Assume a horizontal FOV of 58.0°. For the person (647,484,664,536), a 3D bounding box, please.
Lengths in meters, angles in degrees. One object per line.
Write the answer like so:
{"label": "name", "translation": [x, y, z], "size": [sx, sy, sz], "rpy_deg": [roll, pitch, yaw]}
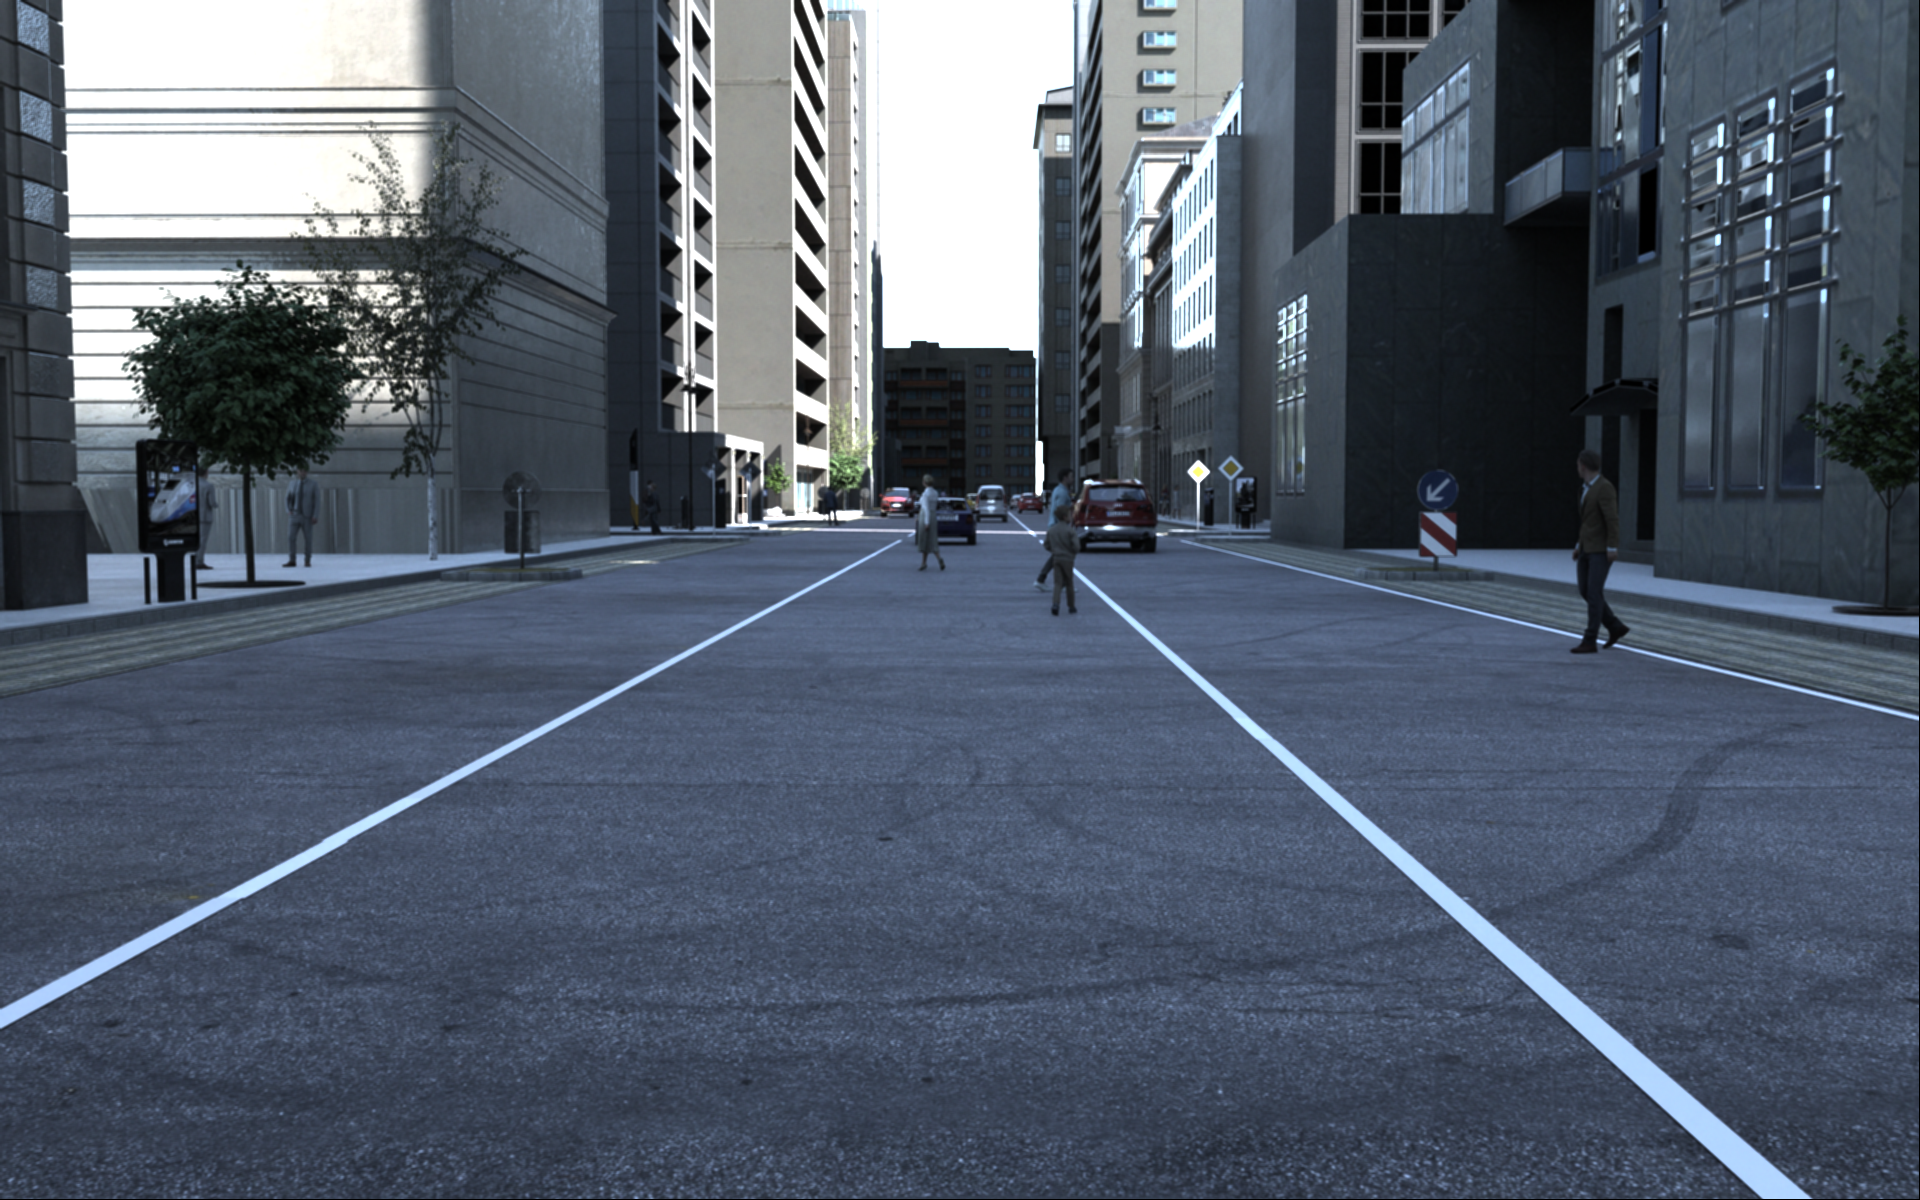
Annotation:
{"label": "person", "translation": [-10.058, -2.950, 57.152], "size": [0.534, 1.772, 0.576], "rpy_deg": [-1, 4, -11]}

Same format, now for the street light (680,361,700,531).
{"label": "street light", "translation": [-9.361, -5.343, 60.147], "size": [0.468, 5.910, 1.993], "rpy_deg": [0, 4, 1]}

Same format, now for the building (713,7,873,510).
{"label": "building", "translation": [-14.699, -28.039, 142.029], "size": [14.154, 41.232, 14.086], "rpy_deg": [0, 4, 1]}

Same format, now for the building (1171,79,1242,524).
{"label": "building", "translation": [16.165, -13.895, 81.933], "size": [10.420, 20.320, 16.860], "rpy_deg": [0, 4, 1]}

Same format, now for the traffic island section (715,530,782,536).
{"label": "traffic island section", "translation": [-7.293, -2.307, 60.005], "size": [2.009, 0.180, 2.903], "rpy_deg": [0, 4, 1]}

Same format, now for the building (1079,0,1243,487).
{"label": "building", "translation": [23.107, -33.478, 171.064], "size": [21.300, 48.544, 21.600], "rpy_deg": [0, 4, 1]}

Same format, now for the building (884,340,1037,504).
{"label": "building", "translation": [-4.542, -23.704, 232.607], "size": [28.899, 21.520, 27.650], "rpy_deg": [0, 4, 1]}

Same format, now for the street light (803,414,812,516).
{"label": "street light", "translation": [-8.748, -7.756, 99.602], "size": [0.468, 5.910, 1.993], "rpy_deg": [0, 4, 1]}

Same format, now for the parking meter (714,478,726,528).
{"label": "parking meter", "translation": [-8.980, -3.613, 64.788], "size": [0.399, 1.863, 0.255], "rpy_deg": [-2, 4, -33]}

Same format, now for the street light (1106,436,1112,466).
{"label": "street light", "translation": [11.530, -9.861, 134.015], "size": [0.468, 5.910, 1.993], "rpy_deg": [0, 4, 1]}

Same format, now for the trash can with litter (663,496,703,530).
{"label": "trash can with litter", "translation": [-10.262, -3.203, 63.427], "size": [1.678, 1.210, 2.233], "rpy_deg": [0, 4, 5]}

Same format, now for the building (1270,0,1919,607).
{"label": "building", "translation": [19.995, -44.021, 32.419], "size": [22.319, 86.520, 31.000], "rpy_deg": [0, 4, 1]}

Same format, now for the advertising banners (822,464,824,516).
{"label": "advertising banners", "translation": [-8.100, -6.512, 102.659], "size": [0.090, 3.025, 2.074], "rpy_deg": [0, 3, 0]}

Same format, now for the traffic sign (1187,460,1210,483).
{"label": "traffic sign", "translation": [8.223, -3.516, 59.670], "size": [0.795, 2.593, 0.064], "rpy_deg": [0, 4, 1]}

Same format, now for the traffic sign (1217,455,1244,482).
{"label": "traffic sign", "translation": [8.095, -3.027, 51.686], "size": [0.795, 2.593, 0.064], "rpy_deg": [0, 4, 1]}

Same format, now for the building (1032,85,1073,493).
{"label": "building", "translation": [23.646, -39.244, 230.874], "size": [27.495, 52.752, 28.713], "rpy_deg": [0, 4, 1]}

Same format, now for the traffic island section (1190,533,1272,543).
{"label": "traffic island section", "translation": [8.118, -1.803, 51.768], "size": [2.009, 0.180, 2.903], "rpy_deg": [0, 4, 1]}

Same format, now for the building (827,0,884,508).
{"label": "building", "translation": [-18.515, -37.962, 162.674], "size": [21.231, 58.520, 28.212], "rpy_deg": [0, 4, 1]}

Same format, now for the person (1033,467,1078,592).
{"label": "person", "translation": [1.403, -1.032, 25.394], "size": [0.620, 1.820, 0.660], "rpy_deg": [-1, 4, -10]}

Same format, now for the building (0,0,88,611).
{"label": "building", "translation": [-16.128, -12.866, 7.621], "size": [12.463, 27.353, 25.104], "rpy_deg": [0, 4, 1]}

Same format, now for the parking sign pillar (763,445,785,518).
{"label": "parking sign pillar", "translation": [-10.255, -6.467, 94.204], "size": [1.447, 3.967, 1.447], "rpy_deg": [2, 4, 29]}

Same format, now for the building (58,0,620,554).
{"label": "building", "translation": [-24.753, -12.874, 43.778], "size": [30.059, 22.955, 16.112], "rpy_deg": [0, 4, 1]}

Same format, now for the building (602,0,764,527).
{"label": "building", "translation": [-19.679, -39.032, 76.429], "size": [20.563, 71.187, 20.611], "rpy_deg": [0, 4, 1]}

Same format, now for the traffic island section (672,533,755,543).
{"label": "traffic island section", "translation": [-7.421, -1.819, 52.021], "size": [2.009, 0.180, 2.903], "rpy_deg": [0, 4, 1]}

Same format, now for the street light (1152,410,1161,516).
{"label": "street light", "translation": [10.790, -7.484, 95.148], "size": [0.468, 5.910, 1.993], "rpy_deg": [0, 4, 1]}

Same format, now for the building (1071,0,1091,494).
{"label": "building", "translation": [23.174, -39.977, 195.622], "size": [21.231, 58.520, 28.212], "rpy_deg": [0, 4, 1]}

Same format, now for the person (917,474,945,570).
{"label": "person", "translation": [-0.536, -1.447, 32.382], "size": [0.478, 1.798, 0.641], "rpy_deg": [-3, 5, -44]}

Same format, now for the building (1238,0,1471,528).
{"label": "building", "translation": [23.504, -16.607, 65.034], "size": [24.014, 27.812, 14.314], "rpy_deg": [0, 4, 1]}

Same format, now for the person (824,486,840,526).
{"label": "person", "translation": [-5.830, -4.286, 78.758], "size": [0.721, 1.800, 0.419], "rpy_deg": [1, 4, 9]}

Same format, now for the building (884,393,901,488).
{"label": "building", "translation": [-22.838, -54.178, 198.481], "size": [31.000, 86.520, 22.319], "rpy_deg": [0, 4, 1]}

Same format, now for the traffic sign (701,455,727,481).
{"label": "traffic sign", "translation": [-7.397, -3.044, 51.953], "size": [0.795, 2.593, 0.064], "rpy_deg": [0, 4, 1]}

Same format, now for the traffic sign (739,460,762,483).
{"label": "traffic sign", "translation": [-7.269, -3.532, 59.938], "size": [0.795, 2.593, 0.064], "rpy_deg": [0, 4, 1]}

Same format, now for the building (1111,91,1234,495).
{"label": "building", "translation": [18.387, -20.685, 124.111], "size": [13.634, 28.700, 20.117], "rpy_deg": [0, 4, 1]}

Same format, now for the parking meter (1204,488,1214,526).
{"label": "parking meter", "translation": [10.074, -3.773, 70.093], "size": [0.372, 1.533, 0.369], "rpy_deg": [0, 3, 0]}

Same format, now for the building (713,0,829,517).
{"label": "building", "translation": [-19.738, -29.509, 106.176], "size": [21.300, 48.544, 21.600], "rpy_deg": [0, 4, 1]}

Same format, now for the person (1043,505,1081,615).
{"label": "person", "translation": [1.214, -0.481, 20.636], "size": [0.475, 1.303, 0.640], "rpy_deg": [1, 4, 17]}

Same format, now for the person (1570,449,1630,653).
{"label": "person", "translation": [5.806, -0.453, 15.812], "size": [0.836, 1.842, 0.656], "rpy_deg": [-2, 4, -33]}

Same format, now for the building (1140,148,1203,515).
{"label": "building", "translation": [18.283, -15.931, 102.273], "size": [13.314, 21.916, 24.055], "rpy_deg": [0, 4, 1]}

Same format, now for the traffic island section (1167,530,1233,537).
{"label": "traffic island section", "translation": [8.246, -2.292, 59.752], "size": [2.009, 0.180, 2.903], "rpy_deg": [0, 4, 1]}
